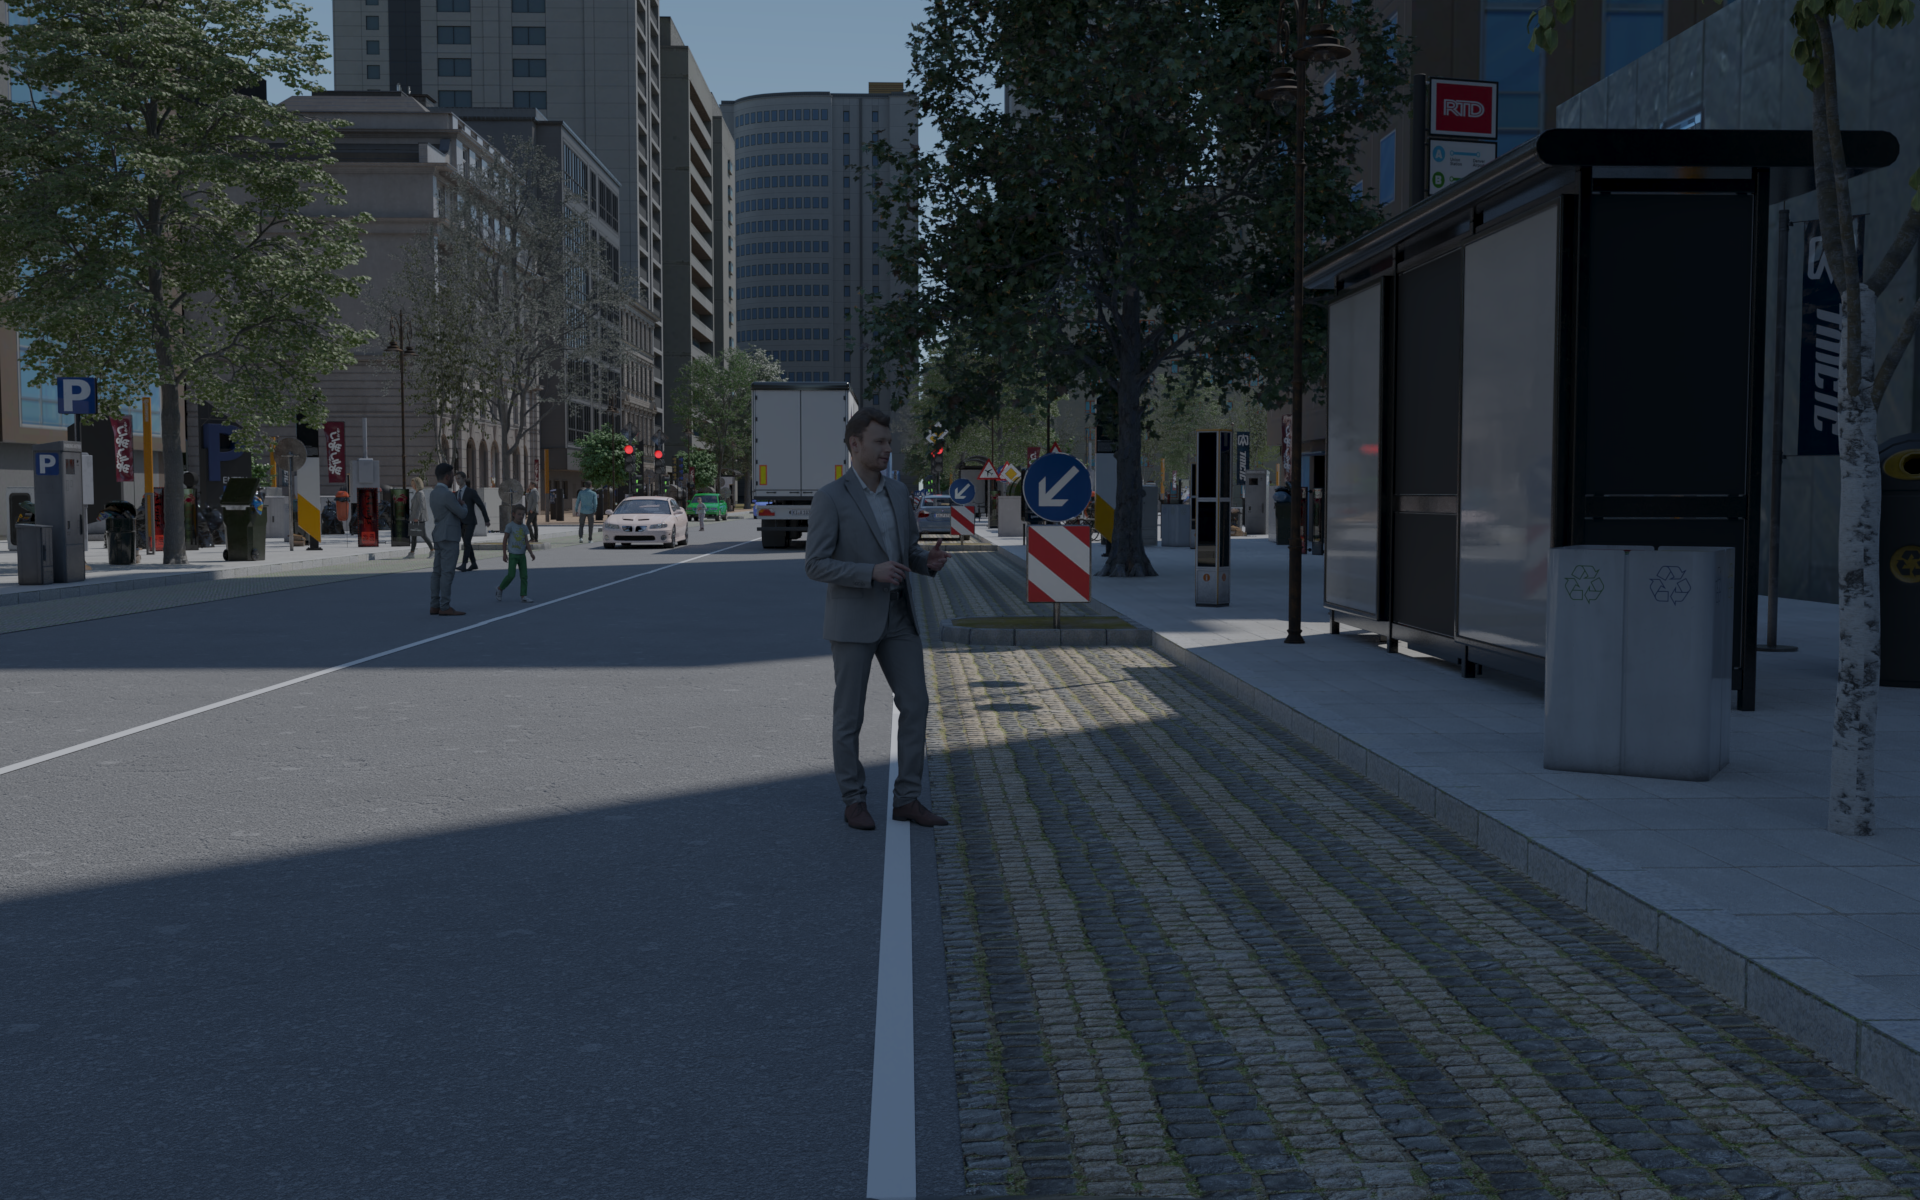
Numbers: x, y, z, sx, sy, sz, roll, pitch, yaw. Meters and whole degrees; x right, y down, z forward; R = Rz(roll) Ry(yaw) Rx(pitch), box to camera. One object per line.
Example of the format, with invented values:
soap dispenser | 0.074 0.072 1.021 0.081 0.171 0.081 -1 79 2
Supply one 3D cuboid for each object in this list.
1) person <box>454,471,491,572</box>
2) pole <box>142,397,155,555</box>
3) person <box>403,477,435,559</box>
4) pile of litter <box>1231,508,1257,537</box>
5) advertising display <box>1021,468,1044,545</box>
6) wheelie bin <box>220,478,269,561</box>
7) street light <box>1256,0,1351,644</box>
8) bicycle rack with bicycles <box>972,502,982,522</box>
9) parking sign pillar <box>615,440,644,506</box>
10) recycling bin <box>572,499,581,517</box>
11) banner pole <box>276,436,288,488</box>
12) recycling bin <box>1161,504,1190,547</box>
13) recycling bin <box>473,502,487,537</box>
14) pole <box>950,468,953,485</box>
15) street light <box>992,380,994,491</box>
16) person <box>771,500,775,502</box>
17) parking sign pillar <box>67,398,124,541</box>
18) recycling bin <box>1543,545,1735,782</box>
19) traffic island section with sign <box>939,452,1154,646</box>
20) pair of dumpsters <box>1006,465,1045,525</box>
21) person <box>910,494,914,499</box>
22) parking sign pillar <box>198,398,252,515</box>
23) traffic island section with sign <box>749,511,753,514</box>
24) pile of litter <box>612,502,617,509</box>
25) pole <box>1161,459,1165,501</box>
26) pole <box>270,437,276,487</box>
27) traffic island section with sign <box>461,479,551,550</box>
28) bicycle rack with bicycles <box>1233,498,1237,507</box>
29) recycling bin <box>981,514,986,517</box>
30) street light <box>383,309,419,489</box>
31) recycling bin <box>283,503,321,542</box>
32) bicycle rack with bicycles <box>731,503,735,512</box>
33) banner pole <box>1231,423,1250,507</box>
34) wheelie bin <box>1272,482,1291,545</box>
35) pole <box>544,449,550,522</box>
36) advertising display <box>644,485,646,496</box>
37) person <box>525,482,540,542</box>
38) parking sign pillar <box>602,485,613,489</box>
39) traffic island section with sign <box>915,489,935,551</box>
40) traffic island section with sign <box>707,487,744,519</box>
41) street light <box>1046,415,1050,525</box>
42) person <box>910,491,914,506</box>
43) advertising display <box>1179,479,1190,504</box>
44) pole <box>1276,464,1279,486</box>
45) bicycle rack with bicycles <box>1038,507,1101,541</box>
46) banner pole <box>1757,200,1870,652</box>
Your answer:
person | -9.163 -1.452 32.019 0.659 1.850 0.755 2 4 27
pole | -17.110 -2.611 36.526 0.158 3.312 0.155 0 3 0
person | -11.894 -1.801 38.134 0.728 1.800 0.709 -2 4 -25
pile of litter | 8.179 -2.369 52.698 1.176 0.858 1.719 -3 4 -37
advertising display | 1.835 -2.351 43.655 0.123 1.923 0.974 2 4 33
wheelie bin | -13.762 -1.553 33.298 0.980 1.594 0.693 1 4 10
street light | 2.879 -2.565 14.728 0.468 5.910 1.993 0 4 -2
bicycle rack with bicycles | 1.545 -4.090 80.259 2.852 0.926 2.925 0 4 -7
parking sign pillar | -16.208 -5.913 85.157 1.447 3.967 1.447 -1 4 -12
recycling bin | -21.593 -5.257 98.511 0.722 1.027 0.722 -2 4 -32
banner pole | -29.118 -5.170 74.542 0.401 3.779 0.863 3 4 37
recycling bin | 5.393 -1.817 42.255 0.722 1.027 0.722 -2 4 -26
recycling bin | -14.768 -2.439 52.439 0.722 1.027 0.722 -2 4 -30
pole | -0.627 -7.920 123.330 0.158 3.312 0.155 0 3 0
street light | 1.249 -5.711 66.159 0.468 5.910 1.993 0 4 -2
person | -9.027 -4.674 85.263 0.374 1.781 0.599 -3 5 -43
parking sign pillar | -23.681 -3.608 47.464 1.447 3.967 1.447 -1 4 -16
recycling bin | 3.202 0.269 8.158 0.722 1.027 0.722 2 4 32
traffic island section with sign | 0.796 -0.522 17.166 1.989 1.847 2.006 0 4 -2
pair of dumpsters | 2.490 -3.508 59.845 1.574 2.255 4.437 0 4 -2
person | -5.127 -10.244 179.182 0.628 1.438 0.799 3 4 37
parking sign pillar | -20.469 -3.658 48.278 1.447 3.967 1.447 3 5 42
traffic island section with sign | -14.289 -7.194 126.250 1.989 1.847 2.006 0 4 -2
pile of litter | -18.184 -4.828 92.894 1.176 0.858 1.719 -1 4 -22
pole | 11.651 -6.467 99.578 0.158 3.312 0.155 0 3 0
pole | -24.595 -4.172 62.053 0.158 3.312 0.155 0 3 0
traffic island section with sign | -11.664 -2.210 44.756 1.989 1.847 2.006 0 4 -2
bicycle rack with bicycles | 22.700 -8.311 149.265 2.852 0.926 2.925 0 4 1
recycling bin | 1.221 -5.234 98.131 0.722 1.027 0.722 1 4 12
street light | -13.994 -4.326 43.526 0.468 5.910 1.993 0 4 -2
recycling bin | -17.731 -2.088 46.691 0.722 1.027 0.722 1 4 10
bicycle rack with bicycles | -17.710 -6.729 123.405 2.925 0.926 2.852 0 4 3
banner pole | 9.789 -4.335 60.890 0.863 3.779 0.401 0 4 -5
wheelie bin | 8.255 -2.189 43.704 0.693 1.594 0.980 1 4 17
pole | -18.876 -5.217 79.140 0.158 3.312 0.155 0 3 0
advertising display | -23.422 -7.429 126.679 0.974 1.923 0.123 -1 4 -10
person | -12.641 -2.598 51.158 0.473 1.802 0.592 0 4 3
parking sign pillar | -21.982 -7.416 109.729 1.447 3.967 1.447 0 4 -4
traffic island section with sign | -0.073 -2.172 44.144 1.989 1.847 2.006 0 4 -2
traffic island section with sign | -13.420 -5.546 99.308 1.989 1.847 2.006 0 4 -2
street light | 2.067 -4.140 40.470 0.468 5.910 1.993 0 4 -2
person | -5.034 -10.525 181.142 0.434 1.755 0.990 1 4 13
advertising display | 9.853 -4.335 76.085 0.123 1.923 0.974 2 4 31
pole | 21.387 -7.509 116.610 0.158 3.312 0.155 0 3 0
bicycle rack with bicycles | 3.166 -2.071 47.241 2.925 0.926 2.852 -1 4 -15
banner pole | 6.831 -1.464 13.961 0.401 3.779 0.863 -3 5 -42
